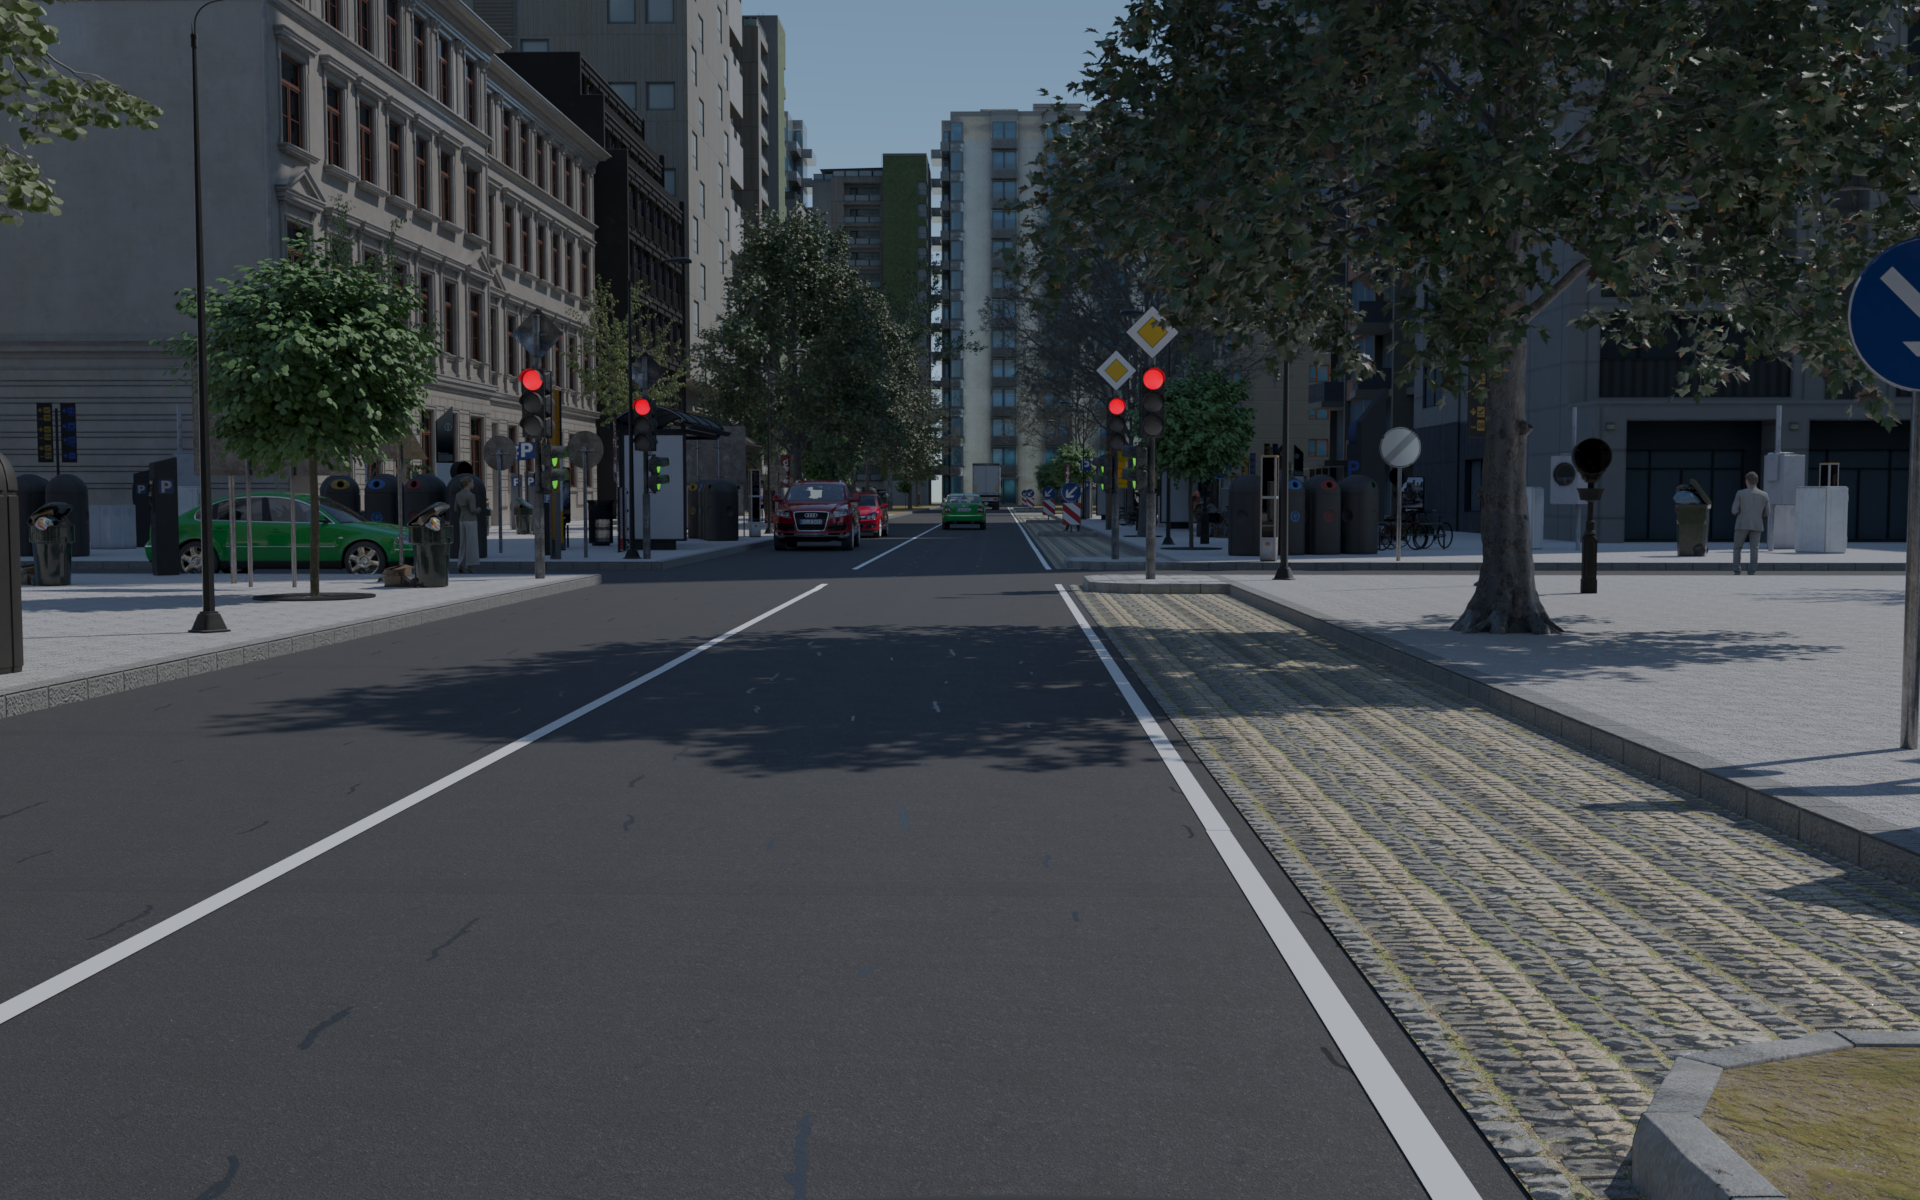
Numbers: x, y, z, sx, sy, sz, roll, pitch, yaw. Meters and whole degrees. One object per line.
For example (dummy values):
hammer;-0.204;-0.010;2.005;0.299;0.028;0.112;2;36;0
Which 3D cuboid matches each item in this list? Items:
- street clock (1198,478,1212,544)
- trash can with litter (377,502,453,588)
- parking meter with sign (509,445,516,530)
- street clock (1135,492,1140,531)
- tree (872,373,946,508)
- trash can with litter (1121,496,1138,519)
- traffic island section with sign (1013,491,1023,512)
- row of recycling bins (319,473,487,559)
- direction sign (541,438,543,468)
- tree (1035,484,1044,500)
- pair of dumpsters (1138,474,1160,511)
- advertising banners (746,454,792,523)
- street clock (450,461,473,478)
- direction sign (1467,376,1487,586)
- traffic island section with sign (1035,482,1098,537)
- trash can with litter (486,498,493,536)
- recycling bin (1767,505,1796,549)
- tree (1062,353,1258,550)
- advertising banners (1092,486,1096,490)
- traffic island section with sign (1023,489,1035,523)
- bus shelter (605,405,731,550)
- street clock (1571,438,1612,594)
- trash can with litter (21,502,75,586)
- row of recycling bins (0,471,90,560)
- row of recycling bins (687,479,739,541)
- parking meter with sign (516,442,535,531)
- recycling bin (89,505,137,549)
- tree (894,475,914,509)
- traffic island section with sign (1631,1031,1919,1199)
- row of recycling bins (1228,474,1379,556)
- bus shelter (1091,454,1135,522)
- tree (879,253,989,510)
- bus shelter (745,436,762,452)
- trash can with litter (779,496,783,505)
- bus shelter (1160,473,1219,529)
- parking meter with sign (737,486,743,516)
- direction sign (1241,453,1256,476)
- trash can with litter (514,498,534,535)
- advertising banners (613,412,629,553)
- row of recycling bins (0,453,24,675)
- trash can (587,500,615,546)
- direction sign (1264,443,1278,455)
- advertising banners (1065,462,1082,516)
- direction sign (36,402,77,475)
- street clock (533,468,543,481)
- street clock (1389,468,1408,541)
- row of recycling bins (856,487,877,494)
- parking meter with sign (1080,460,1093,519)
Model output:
street clock;6.284;-2.437;44.415;0.358;2.002;0.471;2;4;29
trash can with litter;-7.525;-0.763;23.857;1.055;1.170;0.624;1;4;13
parking meter with sign;-15.943;-4.037;62.271;0.543;3.016;1.738;-1;4;-20
street clock;6.249;-3.407;60.282;0.358;2.002;0.471;-2;4;-30
tree;-4.859;-14.431;154.074;7.486;12.596;7.792;0;3;0
trash can with litter;8.728;-4.794;89.768;1.055;1.170;0.624;3;5;39
traffic island section with sign;5.384;-7.778;135.798;1.989;1.847;2.006;0;4;1
row of recycling bins;-11.213;-1.699;34.893;3.534;1.692;1.069;1;4;9
direction sign;-16.533;-4.713;69.049;0.379;3.537;0.876;3;4;36
tree;8.895;-11.545;183.354;1.663;3.219;1.824;0;3;0
pair of dumpsters;9.449;-4.899;82.599;1.574;2.255;4.437;0;4;1
advertising banners;-8.415;-4.905;76.385;2.074;3.025;0.090;0;4;8
street clock;-11.013;-2.064;38.319;0.358;2.002;0.471;2;4;32
direction sign;7.383;-1.965;24.130;0.876;3.537;0.379;-2;4;-30
traffic island section with sign;3.637;-3.060;58.662;1.989;1.847;2.006;0;4;1
trash can with litter;-14.711;-2.507;52.383;1.055;1.170;0.624;-2;4;-29
recycling bin;19.343;-1.718;40.635;0.722;1.027;0.722;2;4;25
tree;5.420;-3.457;40.241;4.285;4.588;4.351;0;3;0
advertising banners;9.207;-6.914;109.226;2.074;3.025;0.090;0;4;-5
traffic island section with sign;4.253;-4.708;85.610;1.989;1.847;2.006;0;4;1
bus shelter;-6.972;-2.942;42.029;2.014;3.302;5.546;0;4;1
street clock;8.137;-1.088;22.360;0.471;2.002;0.358;1;4;12
trash can with litter;-12.949;-0.792;24.343;1.055;1.170;0.624;2;4;30
row of recycling bins;-19.585;-1.771;36.067;3.534;1.692;1.069;2;4;23
row of recycling bins;-6.927;-2.546;48.735;1.069;1.692;3.534;-1;4;-19
parking meter with sign;-14.442;-3.819;58.700;0.543;3.016;1.738;0;4;1
recycling bin;-19.803;-1.709;40.491;0.722;1.027;0.722;1;4;22
tree;-4.592;-9.263;146.050;1.663;3.219;1.824;0;3;0
traffic island section with sign;2.374;0.339;3.086;1.989;1.847;2.006;0;4;1
row of recycling bins;7.228;-1.800;36.545;3.534;1.692;1.069;-2;4;-23
bus shelter;7.468;-5.466;83.292;2.014;3.302;5.546;0;4;1
tree;-4.144;-17.077;135.096;12.611;20.169;13.585;0;3;0
bus shelter;-7.679;-3.748;55.198;2.014;3.302;5.546;0;4;1
trash can with litter;-11.049;-5.761;105.573;0.624;1.170;1.055;0;4;5
bus shelter;8.093;-4.117;61.239;2.014;3.302;5.546;0;4;1
parking meter with sign;-13.021;-6.442;101.593;1.738;3.016;0.543;-1;4;-15
direction sign;15.985;-6.360;95.982;0.876;3.537;0.379;3;5;39
trash can with litter;-13.532;-2.645;54.626;1.055;1.170;0.624;1;4;13
advertising banners;-7.487;-2.567;38.158;0.090;3.025;2.074;0;4;-3
row of recycling bins;-7.952;-0.386;13.424;1.069;1.692;3.534;-3;4;-36
trash can;-8.903;-1.912;42.914;0.748;1.137;0.748;0;3;0
direction sign;13.940;-5.242;77.696;0.876;3.537;0.379;-3;4;-37
advertising banners;6.360;-6.050;95.100;0.090;3.025;2.074;-2;4;-33
direction sign;-22.359;-3.116;42.943;0.876;3.537;0.379;-1;4;-16
street clock;-11.793;-2.717;48.997;0.471;2.002;0.358;0;4;5
street clock;12.059;-2.637;47.685;0.471;2.002;0.358;3;5;44
row of recycling bins;-6.694;-5.970;104.730;3.534;1.692;1.069;1;4;14
parking meter with sign;6.600;-5.728;89.908;0.543;3.016;1.738;1;4;10
